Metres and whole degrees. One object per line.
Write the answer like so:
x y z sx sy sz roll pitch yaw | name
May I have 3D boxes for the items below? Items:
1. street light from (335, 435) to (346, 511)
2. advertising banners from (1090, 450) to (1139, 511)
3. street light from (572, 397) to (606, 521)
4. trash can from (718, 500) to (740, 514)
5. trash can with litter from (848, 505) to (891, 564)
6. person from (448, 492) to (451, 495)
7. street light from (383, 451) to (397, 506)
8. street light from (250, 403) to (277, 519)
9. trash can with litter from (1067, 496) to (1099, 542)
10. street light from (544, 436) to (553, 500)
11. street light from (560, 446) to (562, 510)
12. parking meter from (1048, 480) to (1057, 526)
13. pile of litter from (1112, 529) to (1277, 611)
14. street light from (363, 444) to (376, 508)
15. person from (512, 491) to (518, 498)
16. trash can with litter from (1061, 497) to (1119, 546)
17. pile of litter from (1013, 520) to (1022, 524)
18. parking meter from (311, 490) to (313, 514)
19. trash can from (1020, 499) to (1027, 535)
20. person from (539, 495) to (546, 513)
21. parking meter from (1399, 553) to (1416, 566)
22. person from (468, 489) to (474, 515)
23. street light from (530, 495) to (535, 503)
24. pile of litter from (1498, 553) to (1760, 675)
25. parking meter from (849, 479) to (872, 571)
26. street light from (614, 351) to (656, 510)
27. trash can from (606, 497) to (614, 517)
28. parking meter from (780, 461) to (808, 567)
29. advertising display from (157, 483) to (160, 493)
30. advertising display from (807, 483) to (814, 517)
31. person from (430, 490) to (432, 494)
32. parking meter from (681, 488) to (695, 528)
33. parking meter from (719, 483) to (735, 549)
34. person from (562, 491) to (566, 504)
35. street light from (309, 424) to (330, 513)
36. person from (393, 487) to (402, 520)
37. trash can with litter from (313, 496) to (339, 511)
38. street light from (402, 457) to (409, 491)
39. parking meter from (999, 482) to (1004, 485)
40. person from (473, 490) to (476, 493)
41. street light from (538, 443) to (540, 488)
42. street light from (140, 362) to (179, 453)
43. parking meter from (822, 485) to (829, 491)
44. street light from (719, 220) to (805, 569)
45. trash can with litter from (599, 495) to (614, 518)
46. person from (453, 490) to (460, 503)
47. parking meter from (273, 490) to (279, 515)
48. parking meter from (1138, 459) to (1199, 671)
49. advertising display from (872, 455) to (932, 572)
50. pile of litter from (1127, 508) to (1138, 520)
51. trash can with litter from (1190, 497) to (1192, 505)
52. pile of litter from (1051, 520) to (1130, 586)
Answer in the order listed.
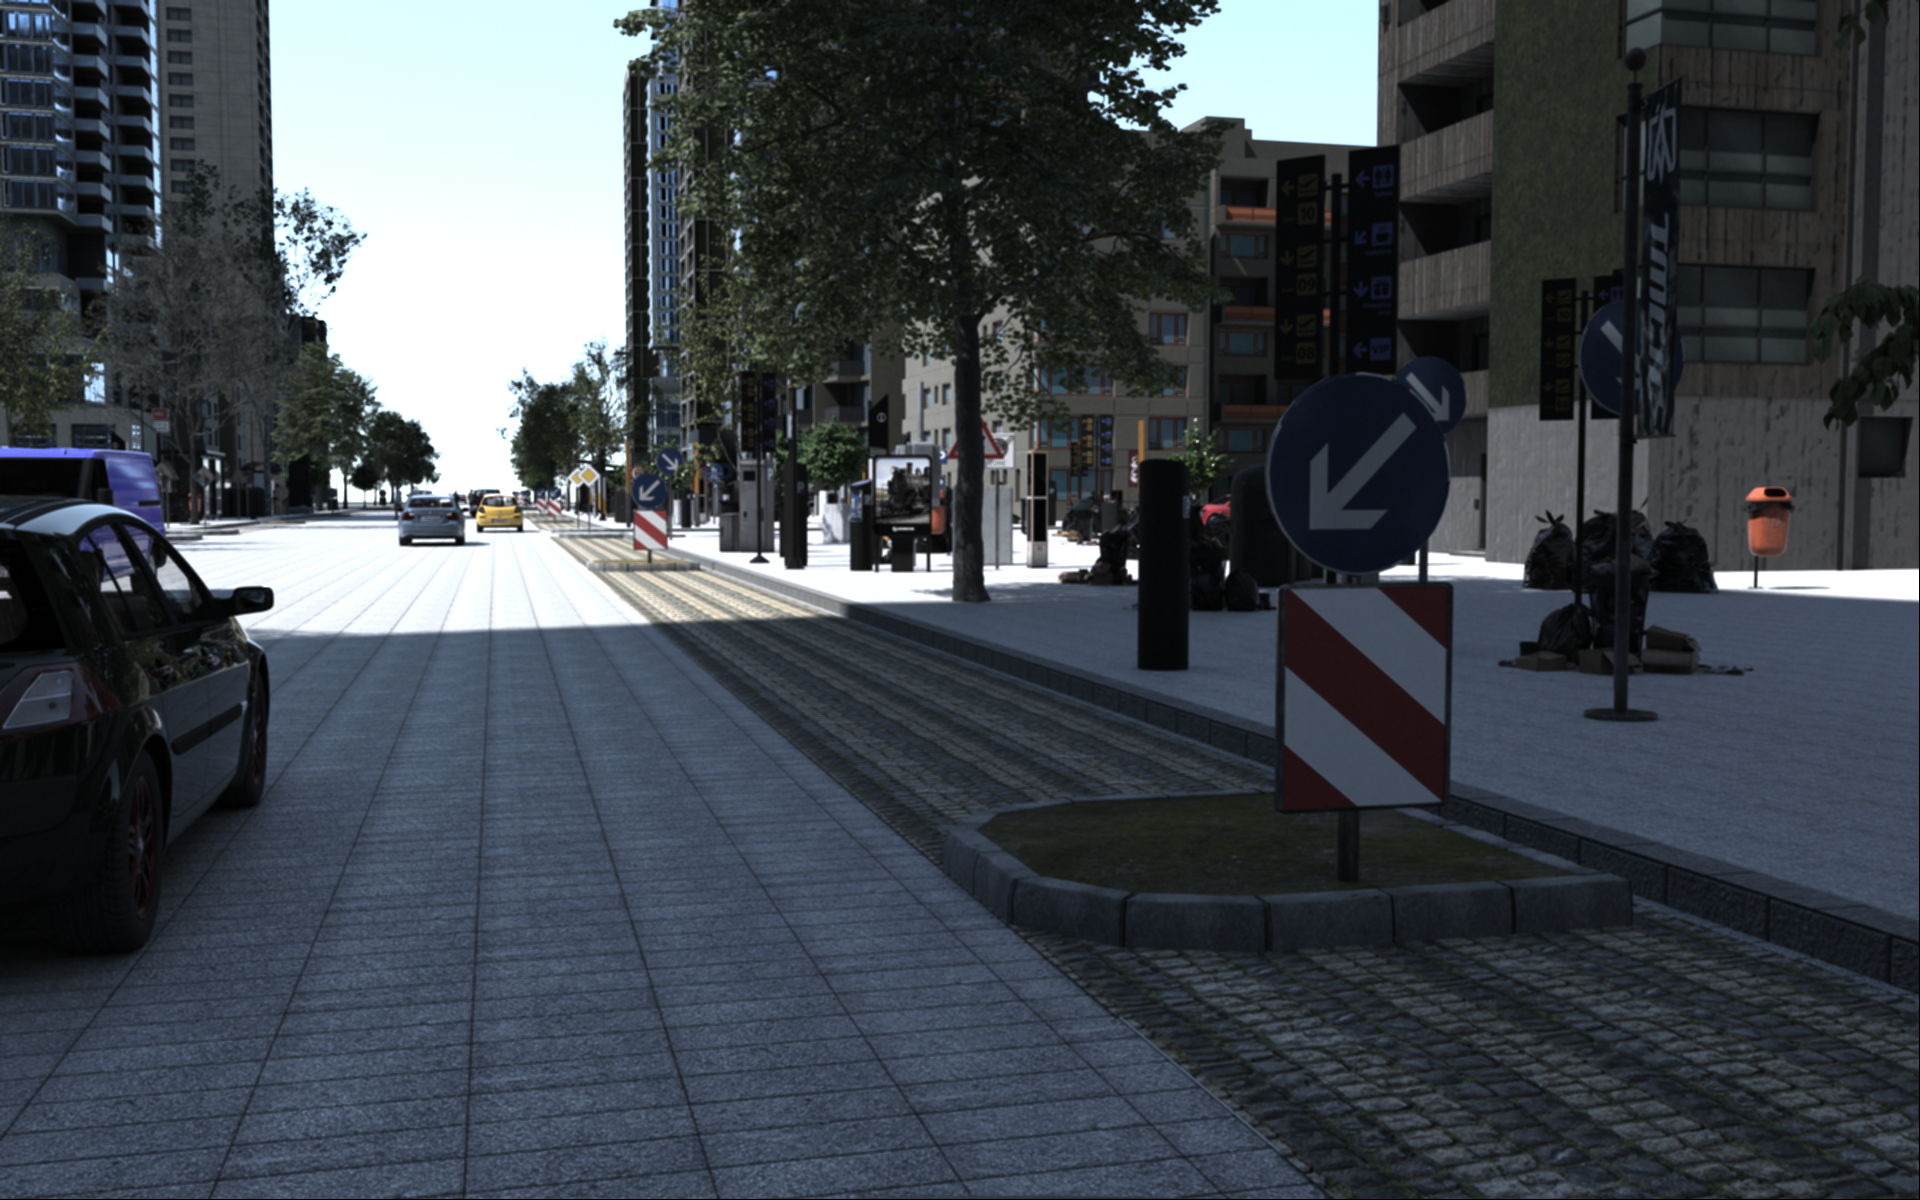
-47.887 -9.913 134.619 1.470 5.913 1.316 -1 4 -15 | street light
6.219 -4.458 69.077 2.074 3.025 0.090 0 4 -3 | advertising banners
-17.777 -6.765 83.155 1.470 5.913 1.316 -1 4 -15 | street light
-5.103 -1.689 39.266 0.748 1.137 0.748 0 3 0 | trash can
-1.478 -1.250 31.819 1.055 1.170 0.624 -2 4 -34 | trash can with litter
-80.393 -16.135 273.113 0.445 1.727 0.742 2 4 29 | person
-62.019 -13.182 188.064 1.470 5.913 1.316 -1 4 -15 | street light
-35.479 -7.076 88.232 1.470 5.913 1.316 -1 4 -15 | street light
3.292 -2.161 46.718 0.624 1.170 1.055 2 4 24 | trash can with litter
-32.181 -10.072 137.211 1.470 5.913 1.316 -1 4 -15 | street light
-24.903 -8.399 109.862 1.470 5.913 1.316 -1 4 -15 | street light
3.632 -3.864 68.888 0.399 1.863 0.255 -1 4 -12 | parking meter
2.706 -0.328 19.336 1.719 0.858 1.176 1 4 19 | pile of litter
-54.941 -11.548 161.345 1.470 5.913 1.316 -1 4 -15 | street light
-43.665 -9.782 169.148 1.217 1.735 0.721 1 4 12 | person
3.537 -1.983 43.480 1.678 1.210 2.233 -3 5 -44 | trash can with litter
1.950 -3.680 74.132 1.176 0.858 1.719 -2 4 -31 | pile of litter
-42.539 -6.416 113.318 0.372 1.533 0.369 0 3 0 | parking meter
2.244 -2.635 54.735 0.748 1.137 0.748 0 3 0 | trash can
-30.617 -7.195 126.978 0.563 1.720 0.643 -2 4 -27 | person
7.987 -1.558 31.179 0.399 1.863 0.255 3 5 44 | parking meter
-34.008 -6.856 120.767 0.661 1.801 0.590 3 4 38 | person
-44.815 -12.951 184.290 1.470 5.913 1.316 -1 4 -15 | street light
4.881 0.079 12.672 1.719 0.858 1.176 2 4 31 | pile of litter
-1.654 -1.259 29.003 0.372 1.533 0.369 0 3 0 | parking meter
-10.559 -5.138 56.547 1.470 5.913 1.316 -1 4 -15 | street light
-19.393 -5.192 96.547 0.748 1.137 0.748 0 3 0 | trash can
-2.906 -1.529 30.704 0.255 1.863 0.399 3 4 38 | parking meter
-40.099 -4.925 85.744 0.974 1.923 0.123 0 4 -2 | advertising display
-8.465 -5.485 94.890 0.974 1.923 0.123 -1 4 -12 | advertising display
-57.549 -11.000 188.349 0.705 1.824 1.348 -1 4 -17 | person
-10.343 -3.486 65.405 0.372 1.533 0.369 0 3 0 | parking meter
-5.444 -1.963 40.502 0.372 1.533 0.369 0 3 0 | parking meter
-49.702 -12.788 217.450 0.709 1.838 0.599 -2 4 -31 | person
-42.713 -8.743 115.483 1.470 5.913 1.316 -1 4 -15 | street light
-31.082 -5.359 95.980 0.748 1.841 0.638 1 4 10 | person
-48.129 -7.341 131.079 2.233 1.210 1.678 0 4 -4 | trash can with litter
-69.584 -14.873 215.713 1.470 5.913 1.316 -1 4 -15 | street light
1.770 -4.288 75.815 0.399 1.863 0.255 0 4 -5 | parking meter
-38.818 -7.940 138.836 1.217 1.766 0.721 2 4 26 | person
-37.669 -11.318 157.588 1.470 5.913 1.316 -1 4 -15 | street light
-28.095 -5.397 60.776 1.470 5.913 1.316 -1 4 -15 | street light
-8.075 -6.015 104.049 0.399 1.863 0.255 -3 5 -40 | parking meter
-3.346 -3.472 29.312 1.470 5.913 1.316 -1 4 -15 | street light
-18.590 -5.140 95.103 2.233 1.210 1.678 0 4 2 | trash can with litter
-49.637 -9.932 170.756 0.599 1.838 0.709 3 4 37 | person
-42.615 -6.089 107.969 0.372 1.533 0.369 0 3 0 | parking meter
1.493 -0.262 12.699 0.372 1.533 0.369 0 3 0 | parking meter
-0.945 -1.420 28.427 0.974 1.923 0.123 0 3 0 | advertising display
5.630 -2.424 53.595 1.176 0.858 1.719 1 4 19 | pile of litter
9.614 -3.799 73.495 0.624 1.170 1.055 -2 4 -25 | trash can with litter
1.995 -0.663 24.807 1.176 0.858 1.719 0 4 -4 | pile of litter
